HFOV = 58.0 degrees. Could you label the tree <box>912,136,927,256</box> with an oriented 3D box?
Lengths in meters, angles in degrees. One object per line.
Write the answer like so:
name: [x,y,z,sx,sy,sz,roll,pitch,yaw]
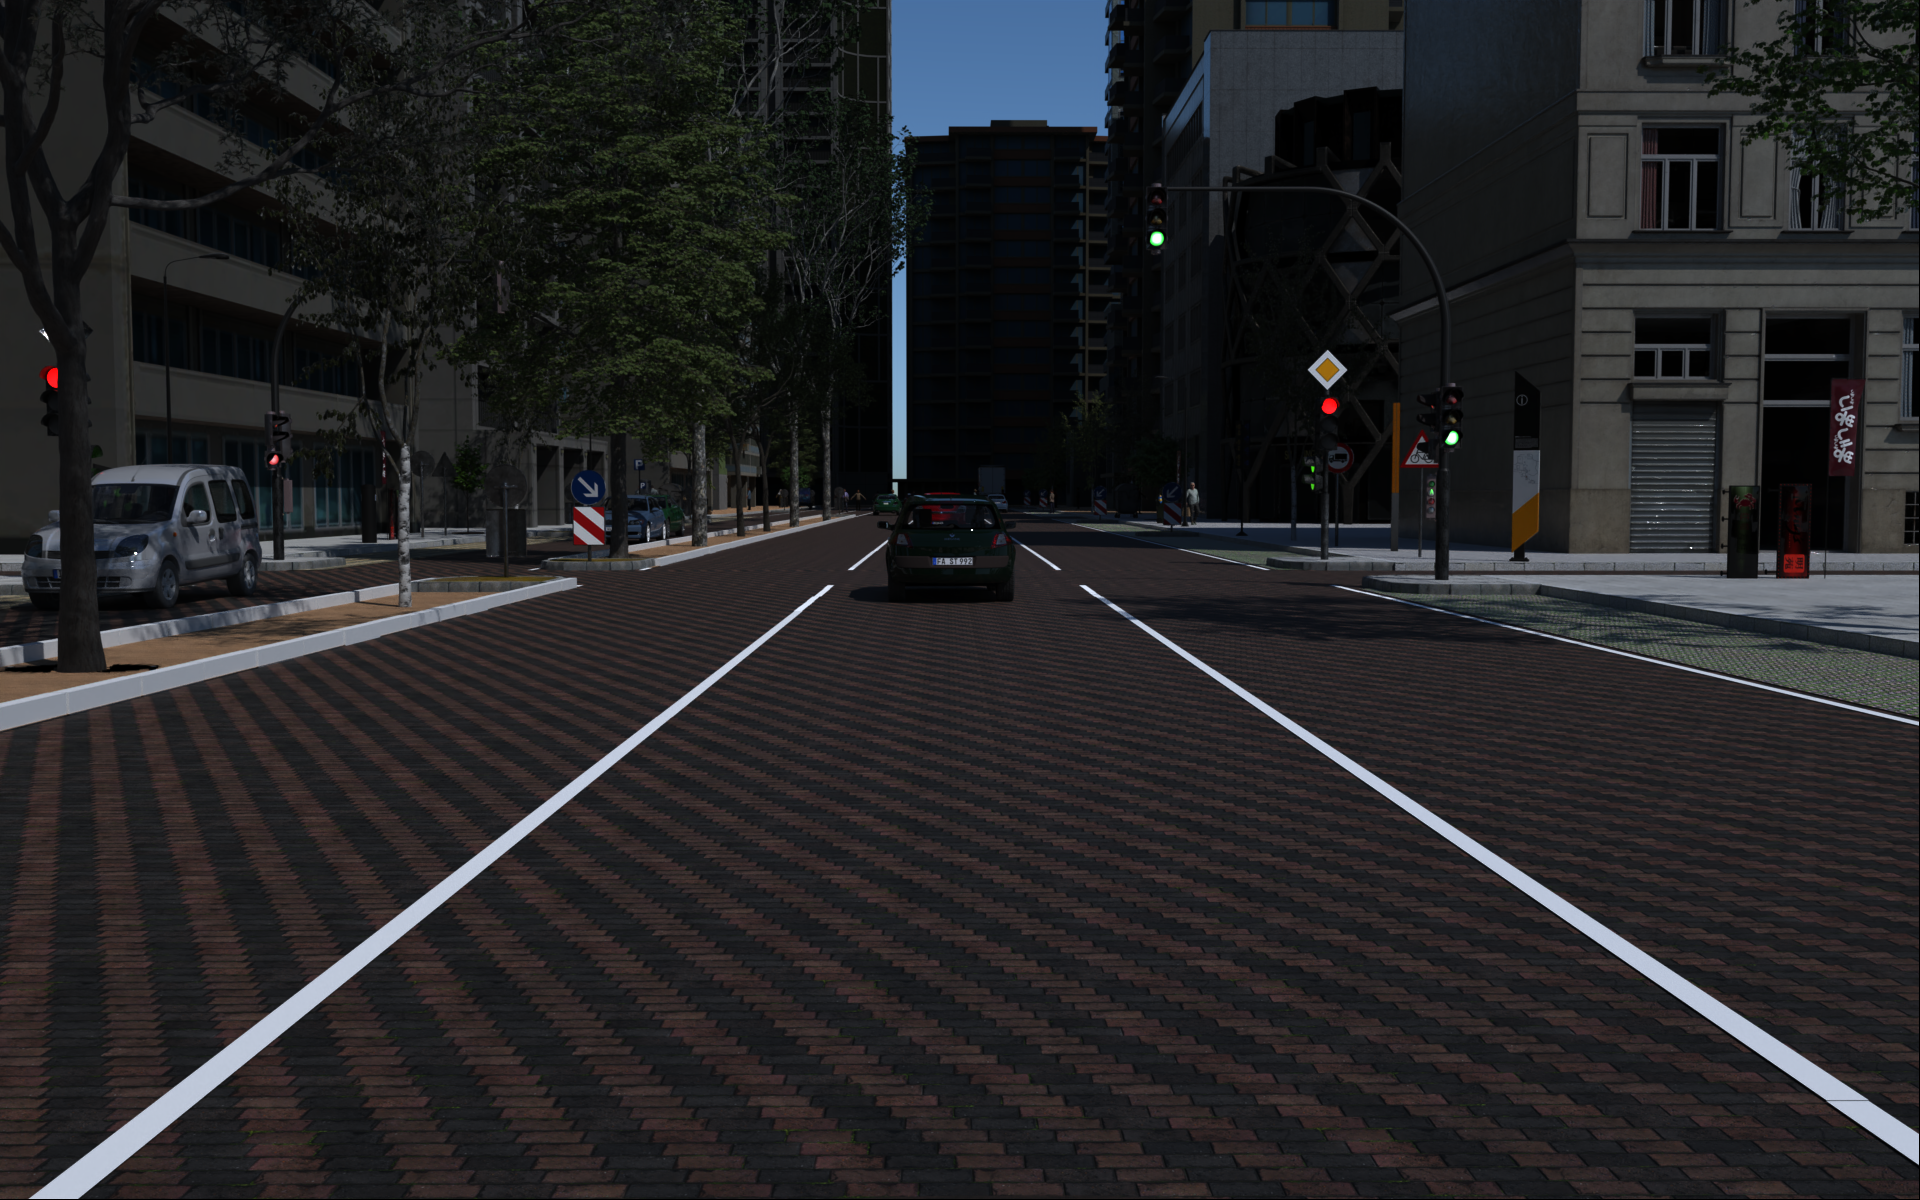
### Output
tree: [-8.442,-13.298,75.764,12.611,20.169,13.585,0,3,0]

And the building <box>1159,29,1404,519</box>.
building: [18.643,-17.157,98.545,12.078,24.808,19.932,0,4,0]

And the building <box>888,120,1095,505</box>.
building: [6.152,-33.707,205.734,28.867,44.769,22.147,0,4,0]

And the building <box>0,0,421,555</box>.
building: [-28.530,-25.805,45.618,21.300,48.544,21.600,0,4,0]

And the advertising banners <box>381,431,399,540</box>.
advertising banners: [-15.953,-3.203,48.559,0.090,3.025,2.074,0,4,-4]

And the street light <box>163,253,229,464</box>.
street light: [-14.763,-3.728,33.491,1.470,5.913,1.316,0,4,0]

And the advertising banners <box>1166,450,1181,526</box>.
advertising banners: [8.663,-4.538,70.385,0.090,3.025,2.074,-1,4,-8]

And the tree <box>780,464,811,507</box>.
tree: [-16.674,-11.777,176.259,4.285,4.588,4.351,0,3,0]

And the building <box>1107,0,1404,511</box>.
building: [23.055,-29.417,135.595,22.147,44.769,28.867,0,4,0]

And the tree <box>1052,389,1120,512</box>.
tree: [9.002,-10.419,120.708,4.737,8.622,4.395,0,3,0]

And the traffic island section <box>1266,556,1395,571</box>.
traffic island section: [7.155,-0.710,33.896,2.009,0.180,2.903,0,4,0]

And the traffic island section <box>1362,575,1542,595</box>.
traffic island section: [7.215,-0.222,25.911,2.009,0.180,2.903,0,4,0]

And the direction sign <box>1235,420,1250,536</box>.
direction sign: [8.661,-3.739,53.127,0.379,3.537,0.876,-1,4,-19]

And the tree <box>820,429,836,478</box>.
tree: [-17.255,-16.393,186.157,7.486,12.596,7.792,0,3,0]

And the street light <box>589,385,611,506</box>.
street light: [-15.070,-6.156,73.189,1.470,5.913,1.316,0,4,0]

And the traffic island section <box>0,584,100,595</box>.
traffic island section: [-13.225,-0.213,25.761,2.009,0.180,2.903,0,4,0]

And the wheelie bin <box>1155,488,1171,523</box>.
wheelie bin: [8.914,-4.159,75.910,0.693,1.594,0.980,0,4,6]

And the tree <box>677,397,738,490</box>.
tree: [-15.976,-9.686,108.736,4.737,8.622,4.395,0,3,0]

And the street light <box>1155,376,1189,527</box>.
street light: [8.363,-5.860,68.347,1.470,5.913,1.316,0,4,0]

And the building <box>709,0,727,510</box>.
building: [-26.435,-27.721,136.832,14.154,41.232,14.086,0,4,0]

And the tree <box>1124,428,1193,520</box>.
tree: [9.840,-6.259,86.041,4.285,4.588,4.351,0,3,0]

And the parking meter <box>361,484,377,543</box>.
parking meter: [-15.506,-2.264,45.433,0.372,1.533,0.369,0,3,0]

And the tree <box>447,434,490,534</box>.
tree: [-15.767,-3.749,55.898,1.663,3.219,1.824,0,3,0]

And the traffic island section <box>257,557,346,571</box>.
traffic island section: [-13.286,-0.701,33.746,2.009,0.180,2.903,0,4,0]

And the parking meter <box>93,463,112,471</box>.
parking meter: [-16.337,-1.677,33.132,0.399,1.863,0.255,-2,4,-27]

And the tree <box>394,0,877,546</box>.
tree: [-8.322,-11.567,47.460,12.611,20.169,13.585,0,3,0]

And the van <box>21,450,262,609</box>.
van: [-10.750,-0.974,22.935,2.013,2.044,4.112,0,4,-1]

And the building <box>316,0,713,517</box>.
building: [-29.240,-30.280,118.778,21.300,48.544,21.600,0,4,0]

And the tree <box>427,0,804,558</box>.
tree: [-7.158,-7.050,35.849,7.486,12.596,7.792,0,3,0]

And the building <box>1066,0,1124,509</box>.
building: [22.476,-52.100,164.514,22.319,86.520,31.000,0,4,0]

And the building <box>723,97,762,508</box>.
building: [-31.471,-28.949,165.204,23.993,40.220,32.217,0,4,0]

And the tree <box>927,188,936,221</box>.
tree: [-8.003,-14.074,88.455,12.611,20.169,13.585,0,3,0]

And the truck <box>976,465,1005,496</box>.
truck: [3.072,-11.235,172.599,2.839,4.237,11.283,0,4,-1]

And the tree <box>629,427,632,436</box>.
tree: [-15.556,-10.173,100.735,7.601,10.594,8.767,-2,4,-24]

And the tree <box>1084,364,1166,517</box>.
tree: [9.418,-8.984,97.251,4.360,8.622,3.978,0,3,0]

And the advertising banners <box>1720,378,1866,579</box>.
advertising banners: [12.611,-1.836,26.207,2.074,3.025,0.090,0,4,2]

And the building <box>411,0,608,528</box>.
building: [-26.552,-38.883,73.994,20.563,71.187,20.611,0,4,0]

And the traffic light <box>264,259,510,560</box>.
traffic light: [-11.155,-3.608,33.663,4.771,5.953,1.251,0,4,0]

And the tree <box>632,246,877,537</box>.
tree: [-7.318,-7.890,65.878,8.767,10.594,7.601,0,4,0]

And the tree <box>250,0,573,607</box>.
tree: [-7.015,-4.220,21.820,4.360,8.622,3.978,0,3,0]

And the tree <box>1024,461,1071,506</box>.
tree: [9.358,-11.591,173.230,4.285,4.588,4.351,0,3,0]

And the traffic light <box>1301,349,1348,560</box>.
traffic light: [7.115,-2.744,33.782,0.839,4.253,0.868,0,4,0]

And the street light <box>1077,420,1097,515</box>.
street light: [7.980,-8.300,108.253,1.470,5.913,1.316,0,4,0]

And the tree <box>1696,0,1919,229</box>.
tree: [10.370,-5.453,14.905,9.928,11.665,9.643,0,3,0]

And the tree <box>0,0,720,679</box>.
tree: [-7.046,-6.151,13.401,12.009,13.543,11.850,0,3,0]

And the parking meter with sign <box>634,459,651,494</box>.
parking meter with sign: [-15.928,-5.596,87.758,0.543,3.016,1.738,1,4,11]

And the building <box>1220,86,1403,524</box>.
building: [20.471,-13.023,80.386,16.820,18.784,16.811,0,4,0]

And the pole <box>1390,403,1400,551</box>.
pole: [9.753,-2.750,38.805,0.158,3.312,0.155,0,3,0]

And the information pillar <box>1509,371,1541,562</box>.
information pillar: [10.725,-2.537,32.839,0.504,3.616,0.183,2,4,26]

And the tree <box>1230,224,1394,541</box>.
tree: [9.338,-5.932,47.349,4.360,8.622,3.978,0,3,0]

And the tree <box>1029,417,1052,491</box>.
tree: [8.318,-12.648,157.157,4.737,8.622,4.395,0,3,0]

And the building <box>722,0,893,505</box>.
building: [-18.585,-46.868,204.538,20.611,71.187,20.563,0,4,0]

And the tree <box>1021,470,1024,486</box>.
tree: [8.065,-12.356,185.738,4.285,4.588,4.351,0,3,0]

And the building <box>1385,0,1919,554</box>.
building: [27.282,-12.884,43.942,30.059,22.955,16.112,0,4,0]
